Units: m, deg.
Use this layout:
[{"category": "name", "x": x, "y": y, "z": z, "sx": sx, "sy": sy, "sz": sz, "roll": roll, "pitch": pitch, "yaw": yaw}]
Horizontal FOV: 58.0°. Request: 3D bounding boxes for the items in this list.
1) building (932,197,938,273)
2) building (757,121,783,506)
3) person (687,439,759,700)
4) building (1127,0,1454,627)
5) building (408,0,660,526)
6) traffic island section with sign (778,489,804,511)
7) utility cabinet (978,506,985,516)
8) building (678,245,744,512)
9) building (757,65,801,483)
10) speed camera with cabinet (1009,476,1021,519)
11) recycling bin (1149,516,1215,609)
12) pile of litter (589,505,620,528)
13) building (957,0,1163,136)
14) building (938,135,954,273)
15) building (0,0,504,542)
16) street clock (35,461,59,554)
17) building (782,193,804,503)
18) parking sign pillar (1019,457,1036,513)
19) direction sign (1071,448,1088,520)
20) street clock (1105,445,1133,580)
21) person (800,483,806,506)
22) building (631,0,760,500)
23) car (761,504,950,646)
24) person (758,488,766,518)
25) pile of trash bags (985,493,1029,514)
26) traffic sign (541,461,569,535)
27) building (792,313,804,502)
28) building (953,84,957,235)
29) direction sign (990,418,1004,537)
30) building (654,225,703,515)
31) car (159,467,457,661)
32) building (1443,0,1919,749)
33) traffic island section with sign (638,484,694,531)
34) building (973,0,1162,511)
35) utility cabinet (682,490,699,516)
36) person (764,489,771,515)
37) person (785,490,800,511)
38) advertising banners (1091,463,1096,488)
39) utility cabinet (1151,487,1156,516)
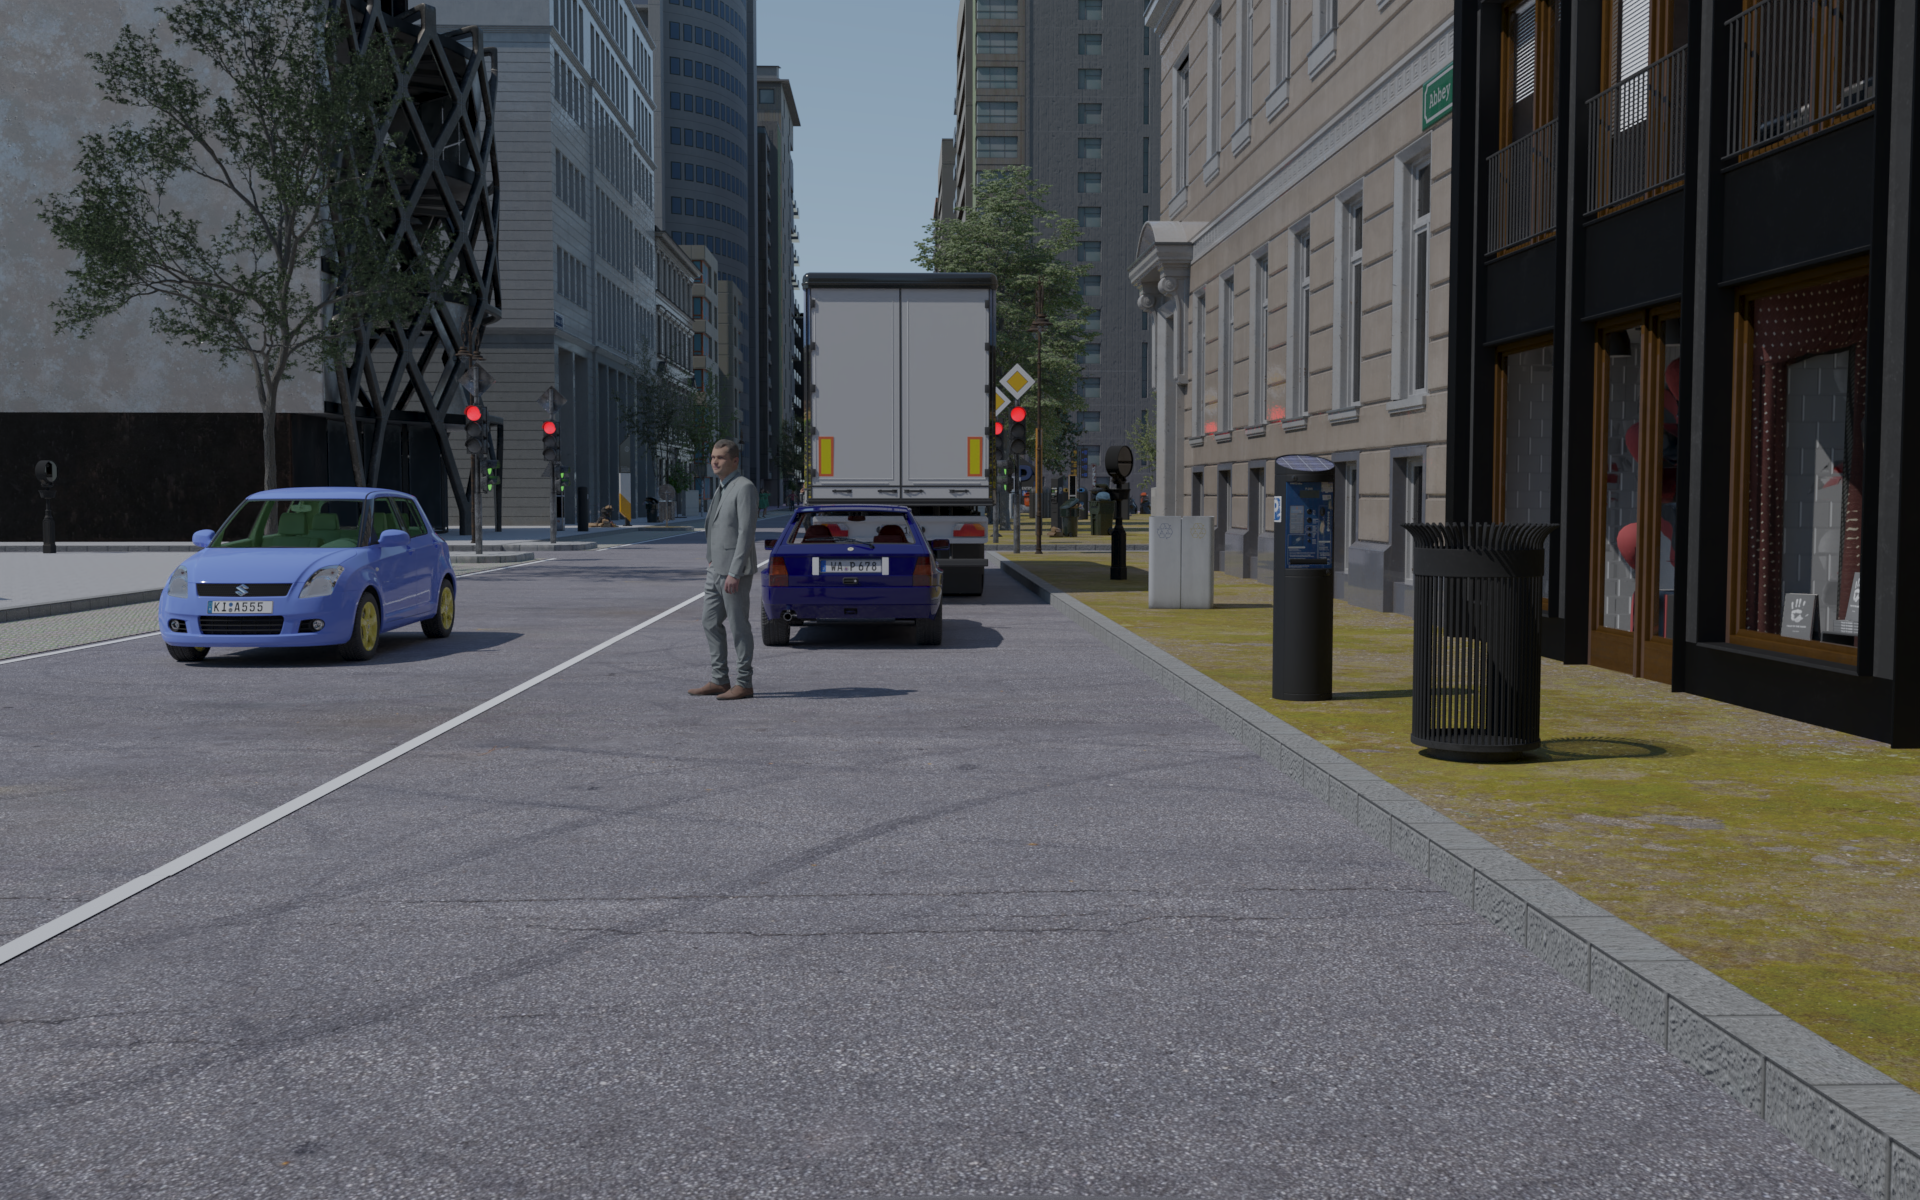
[{"category": "building", "x": 7.156, "y": -36.454, "z": 250.650, "sx": 22.147, "sy": 44.769, "sz": 28.867, "roll": 0, "pitch": 4, "yaw": -2}, {"category": "building", "x": -26.448, "y": -30.627, "z": 184.352, "sx": 14.154, "sy": 41.232, "sz": 14.086, "roll": 0, "pitch": 4, "yaw": -2}, {"category": "person", "x": -1.610, "y": -0.217, "z": 12.146, "sx": 0.391, "sy": 1.810, "sz": 0.635, "roll": -2, "pitch": 4, "yaw": -35}, {"category": "building", "x": 10.525, "y": -14.630, "z": 25.101, "sx": 13.634, "sy": 28.700, "sz": 20.117, "roll": 0, "pitch": 4, "yaw": -2}, {"category": "building", "x": -22.160, "y": -18.708, "z": 83.376, "sx": 11.434, "sy": 29.767, "sz": 29.804, "roll": 0, "pitch": 4, "yaw": -2}, {"category": "traffic island section with sign", "x": -14.205, "y": -8.331, "z": 144.846, "sx": 1.989, "sy": 1.847, "sz": 2.006, "roll": 0, "pitch": 4, "yaw": -2}, {"category": "utility cabinet", "x": 0.842, "y": -5.551, "z": 99.443, "sx": 1.173, "sy": 1.500, "sz": 0.318, "roll": -2, "pitch": 4, "yaw": -31}, {"category": "building", "x": -32.011, "y": -17.699, "z": 134.423, "sx": 27.650, "sy": 21.520, "sz": 28.899, "roll": 0, "pitch": 4, "yaw": -2}, {"category": "building", "x": -34.898, "y": -38.438, "z": 217.707, "sx": 28.713, "sy": 52.752, "sz": 27.495, "roll": 0, "pitch": 4, "yaw": -2}, {"category": "speed camera with cabinet", "x": 2.641, "y": -5.822, "z": 89.532, "sx": 0.660, "sy": 3.252, "sz": 2.038, "roll": 1, "pitch": 4, "yaw": 15}, {"category": "recycling bin", "x": 2.511, "y": -0.433, "z": 19.626, "sx": 0.722, "sy": 1.027, "sz": 0.722, "roll": 0, "pitch": 4, "yaw": 8}, {"category": "pile of litter", "x": -13.811, "y": -3.236, "z": 66.870, "sx": 1.176, "sy": 0.858, "sz": 1.719, "roll": -3, "pitch": 4, "yaw": -36}, {"category": "building", "x": 10.712, "y": -32.382, "z": 153.150, "sx": 21.300, "sy": 48.544, "sz": 21.600, "roll": 0, "pitch": 4, "yaw": -2}, {"category": "building", "x": 8.036, "y": -36.796, "z": 225.311, "sx": 21.300, "sy": 48.544, "sz": 21.600, "roll": 0, "pitch": 4, "yaw": -2}, {"category": "building", "x": -23.333, "y": -11.412, "z": 54.036, "sx": 16.820, "sy": 18.784, "sz": 16.811, "roll": 0, "pitch": 4, "yaw": -2}, {"category": "street clock", "x": -19.693, "y": -2.008, "z": 37.405, "sx": 0.358, "sy": 2.002, "sz": 0.471, "roll": 0, "pitch": 4, "yaw": 8}, {"category": "building", "x": -34.456, "y": -38.444, "z": 248.168, "sx": 23.786, "sy": 49.044, "sz": 30.456, "roll": 0, "pitch": 4, "yaw": -2}, {"category": "parking sign pillar", "x": 4.413, "y": -7.847, "z": 116.771, "sx": 1.447, "sy": 3.967, "sz": 1.447, "roll": 1, "pitch": 4, "yaw": 20}, {"category": "direction sign", "x": 5.892, "y": -5.729, "z": 85.664, "sx": 0.876, "sy": 3.537, "sz": 0.379, "roll": 1, "pitch": 4, "yaw": 19}, {"category": "street clock", "x": 2.376, "y": -1.304, "z": 25.897, "sx": 0.358, "sy": 2.002, "sz": 0.471, "roll": 2, "pitch": 4, "yaw": 35}, {"category": "person", "x": -4.717, "y": -2.732, "z": 53.349, "sx": 0.473, "sy": 1.802, "sz": 0.592, "roll": 0, "pitch": 4, "yaw": -1}, {"category": "building", "x": -30.624, "y": -37.954, "z": 162.550, "sx": 21.231, "sy": 58.520, "sz": 28.212, "roll": 0, "pitch": 4, "yaw": -2}, {"category": "car", "x": -1.064, "y": -0.315, "z": 17.735, "sx": 1.945, "sy": 1.354, "sz": 3.894, "roll": 0, "pitch": 4, "yaw": -2}, {"category": "person", "x": -11.805, "y": -5.774, "z": 103.151, "sx": 0.529, "sy": 1.795, "sz": 0.600, "roll": 1, "pitch": 4, "yaw": 14}, {"category": "pile of trash bags", "x": 3.201, "y": -6.387, "z": 114.176, "sx": 3.447, "sy": 1.369, "sz": 1.912, "roll": 1, "pitch": 4, "yaw": 23}, {"category": "traffic sign", "x": -12.747, "y": -3.336, "z": 54.554, "sx": 0.884, "sy": 2.594, "sz": 0.081, "roll": 0, "pitch": 4, "yaw": -2}, {"category": "building", "x": -30.026, "y": -30.547, "z": 271.150, "sx": 14.160, "sy": 30.474, "sz": 14.107, "roll": 0, "pitch": 4, "yaw": -2}, {"category": "building", "x": 10.682, "y": -34.222, "z": 179.130, "sx": 23.786, "sy": 49.044, "sz": 30.456, "roll": 0, "pitch": 4, "yaw": -2}, {"category": "direction sign", "x": 1.089, "y": -3.663, "z": 51.888, "sx": 0.379, "sy": 3.537, "sz": 0.876, "roll": -2, "pitch": 4, "yaw": -26}, {"category": "building", "x": -22.415, "y": -14.916, "z": 108.501, "sx": 10.561, "sy": 19.102, "sz": 19.286, "roll": 0, "pitch": 4, "yaw": -2}, {"category": "car", "x": -5.927, "y": -0.391, "z": 15.988, "sx": 1.945, "sy": 1.707, "sz": 3.694, "roll": 0, "pitch": 4, "yaw": -1}, {"category": "building", "x": 10.810, "y": -10.865, "z": 7.321, "sx": 12.332, "sy": 23.373, "sz": 15.834, "roll": 0, "pitch": 4, "yaw": -2}, {"category": "traffic island section with sign", "x": -11.404, "y": -3.595, "z": 67.400, "sx": 1.989, "sy": 1.847, "sz": 2.006, "roll": 0, "pitch": 4, "yaw": -2}, {"category": "building", "x": 7.934, "y": -27.637, "z": 135.452, "sx": 14.154, "sy": 41.232, "sz": 14.086, "roll": 0, "pitch": 4, "yaw": -2}, {"category": "utility cabinet", "x": -15.630, "y": -5.605, "z": 100.318, "sx": 0.318, "sy": 1.500, "sz": 1.173, "roll": 2, "pitch": 4, "yaw": 31}, {"category": "person", "x": -13.320, "y": -6.722, "z": 118.650, "sx": 0.600, "sy": 1.795, "sz": 0.529, "roll": 2, "pitch": 4, "yaw": 25}, {"category": "person", "x": -13.763, "y": -8.138, "z": 142.281, "sx": 1.217, "sy": 1.743, "sz": 0.721, "roll": 0, "pitch": 4, "yaw": -4}, {"category": "advertising banners", "x": 8.042, "y": -6.262, "z": 98.578, "sx": 0.090, "sy": 3.025, "sz": 2.074, "roll": 3, "pitch": 5, "yaw": 39}, {"category": "utility cabinet", "x": 6.449, "y": -2.785, "z": 54.216, "sx": 0.318, "sy": 1.500, "sz": 1.173, "roll": -2, "pitch": 4, "yaw": -32}]
